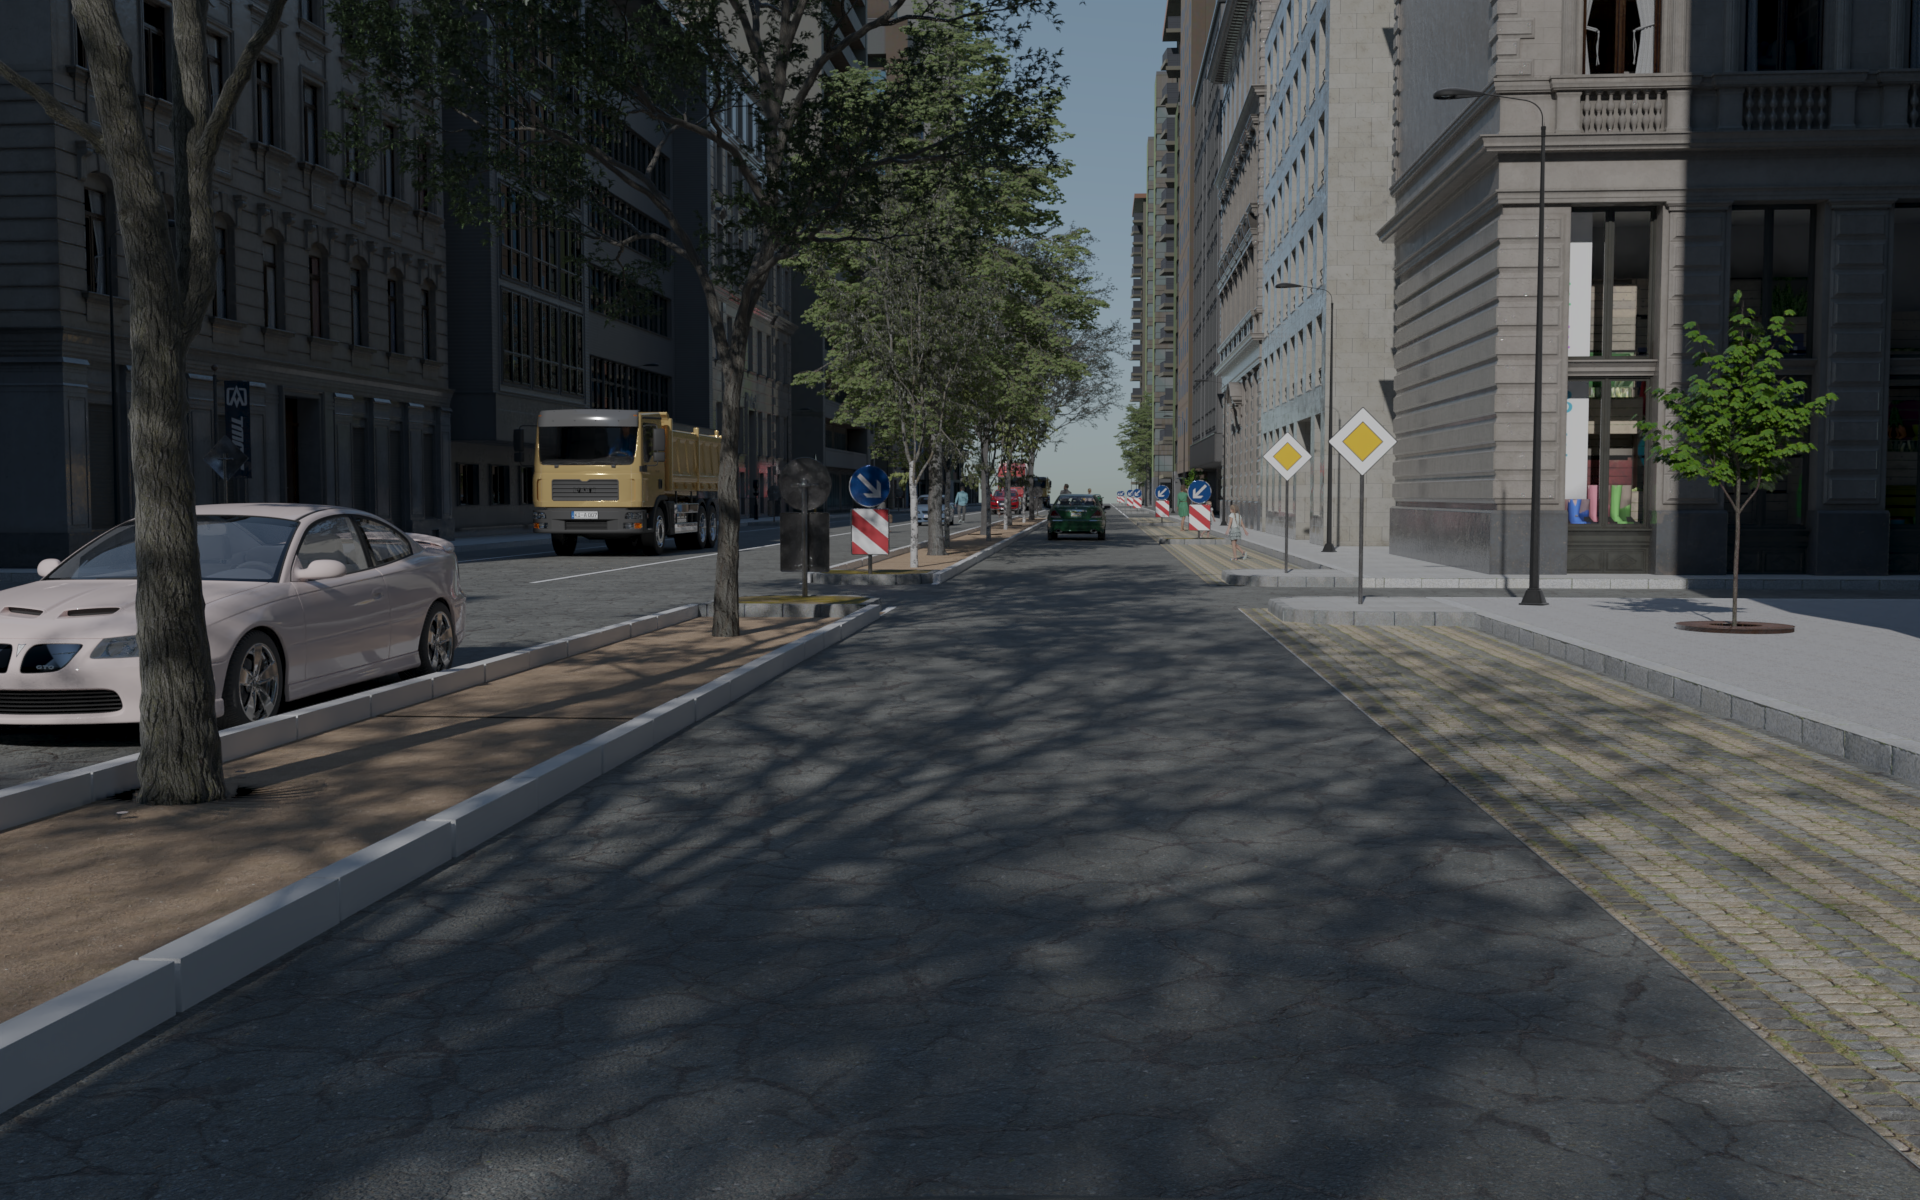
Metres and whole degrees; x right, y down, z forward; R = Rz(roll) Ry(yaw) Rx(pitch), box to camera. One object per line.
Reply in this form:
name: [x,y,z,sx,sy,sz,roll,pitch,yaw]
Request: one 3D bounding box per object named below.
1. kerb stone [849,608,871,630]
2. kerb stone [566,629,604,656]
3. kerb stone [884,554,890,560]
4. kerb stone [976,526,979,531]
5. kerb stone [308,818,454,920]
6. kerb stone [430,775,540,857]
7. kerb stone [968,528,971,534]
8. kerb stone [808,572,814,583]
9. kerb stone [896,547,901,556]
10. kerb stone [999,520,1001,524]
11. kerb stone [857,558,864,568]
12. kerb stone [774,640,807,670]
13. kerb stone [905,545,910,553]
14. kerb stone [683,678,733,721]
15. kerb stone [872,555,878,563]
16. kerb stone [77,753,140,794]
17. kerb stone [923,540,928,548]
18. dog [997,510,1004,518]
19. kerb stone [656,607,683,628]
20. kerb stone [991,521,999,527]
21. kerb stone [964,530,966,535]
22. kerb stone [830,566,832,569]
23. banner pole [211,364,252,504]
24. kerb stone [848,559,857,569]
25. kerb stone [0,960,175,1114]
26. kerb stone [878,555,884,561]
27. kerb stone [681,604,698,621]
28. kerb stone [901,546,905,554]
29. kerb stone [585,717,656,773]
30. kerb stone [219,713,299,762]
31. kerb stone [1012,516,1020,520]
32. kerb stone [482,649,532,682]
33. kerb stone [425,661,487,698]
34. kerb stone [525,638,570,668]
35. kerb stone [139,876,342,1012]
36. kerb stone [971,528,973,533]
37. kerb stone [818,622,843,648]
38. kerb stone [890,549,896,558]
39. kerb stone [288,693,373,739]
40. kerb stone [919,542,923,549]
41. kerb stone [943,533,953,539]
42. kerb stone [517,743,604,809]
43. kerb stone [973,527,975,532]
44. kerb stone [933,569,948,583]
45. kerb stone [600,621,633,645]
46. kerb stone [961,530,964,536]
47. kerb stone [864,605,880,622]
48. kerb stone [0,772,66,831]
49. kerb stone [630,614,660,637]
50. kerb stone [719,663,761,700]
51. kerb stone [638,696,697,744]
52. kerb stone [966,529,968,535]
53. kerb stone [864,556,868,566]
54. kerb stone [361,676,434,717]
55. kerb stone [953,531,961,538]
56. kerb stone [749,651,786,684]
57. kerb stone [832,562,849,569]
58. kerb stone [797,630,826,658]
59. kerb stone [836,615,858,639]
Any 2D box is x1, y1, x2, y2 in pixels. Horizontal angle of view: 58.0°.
kerb stone: [-1.111,0.222,18.561,0.120,0.150,1.000,0,4,5]
kerb stone: [-3.447,0.400,15.654,0.120,0.150,1.000,0,4,5]
kerb stone: [-1.696,-0.944,37.625,0.120,0.150,1.000,0,4,5]
kerb stone: [0.513,-2.631,65.232,0.120,0.150,1.000,0,4,5]
kerb stone: [-2.097,0.973,6.306,0.120,0.150,1.000,0,4,5]
kerb stone: [-2.006,0.909,7.327,0.120,0.150,1.000,0,4,5]
kerb stone: [0.192,-2.382,61.142,0.120,0.150,1.000,0,4,5]
kerb stone: [-2.433,-0.379,28.400,0.120,0.150,1.000,0,4,5]
kerb stone: [-1.527,-1.069,39.674,0.120,0.150,1.000,0,4,5]
kerb stone: [1.660,-3.507,79.540,0.120,0.150,1.000,0,4,5]
kerb stone: [-2.027,-0.693,33.528,0.120,0.150,1.000,0,4,5]
kerb stone: [-1.444,0.473,14.469,0.120,0.150,1.000,0,4,5]
kerb stone: [-1.368,-1.194,41.730,0.120,0.150,1.000,0,4,5]
kerb stone: [-1.680,0.662,11.408,0.120,0.150,1.000,0,4,5]
kerb stone: [-1.853,-0.819,35.581,0.120,0.150,1.000,0,4,5]
kerb stone: [-4.026,0.840,8.508,0.120,0.150,1.000,0,4,5]
kerb stone: [-0.954,-1.505,46.831,0.120,0.150,1.000,0,4,5]
dog: [2.491,-5.141,103.336,0.406,0.507,0.540,3,5,40]
kerb stone: [-3.199,0.212,18.725,0.120,0.150,1.000,0,4,5]
kerb stone: [1.567,-3.445,78.513,0.120,0.150,1.000,0,4,5]
kerb stone: [0.015,-2.257,59.100,0.120,0.150,1.000,0,4,5]
kerb stone: [-2.347,-0.442,29.422,0.120,0.150,1.000,0,4,5]
banner pole: [-14.175,-2.667,33.624,0.863,3.779,0.401,-2,4,-31]
kerb stone: [-2.107,-0.630,32.506,0.120,0.150,1.000,0,4,5]
kerb stone: [-2.257,1.097,4.268,0.120,0.150,1.000,0,4,5]
kerb stone: [-1.778,-0.879,36.607,0.120,0.150,1.000,0,4,5]
kerb stone: [-3.127,0.152,19.745,0.120,0.150,1.000,0,4,5]
kerb stone: [-1.456,-1.132,40.702,0.120,0.150,1.000,0,4,5]
kerb stone: [-1.845,0.785,9.366,0.120,0.150,1.000,0,4,5]
kerb stone: [-3.939,0.775,9.527,0.120,0.150,1.000,0,4,5]
kerb stone: [3.206,-4.695,98.951,0.120,0.150,1.000,0,4,5]
kerb stone: [-3.608,0.527,13.609,0.120,0.150,1.000,0,4,5]
kerb stone: [-3.695,0.587,12.591,0.120,0.150,1.000,0,4,5]
kerb stone: [-3.532,0.463,14.632,0.120,0.150,1.000,0,4,5]
kerb stone: [-2.172,1.034,5.287,0.120,0.150,1.000,0,4,5]
kerb stone: [0.272,-2.445,62.173,0.120,0.150,1.000,0,4,5]
kerb stone: [-1.273,0.348,16.511,0.120,0.150,1.000,0,4,5]
kerb stone: [-1.613,-1.006,38.649,0.120,0.150,1.000,0,4,5]
kerb stone: [-3.861,0.714,10.550,0.120,0.150,1.000,0,4,5]
kerb stone: [-1.123,-1.382,44.786,0.120,0.150,1.000,0,4,5]
kerb stone: [-0.386,-1.942,53.985,0.120,0.150,1.000,0,4,5]
kerb stone: [-1.930,0.847,8.346,0.120,0.150,1.000,0,4,5]
kerb stone: [0.346,-2.508,63.195,0.120,0.150,1.000,0,4,5]
kerb stone: [-0.335,-0.372,28.281,0.120,0.150,1.000,0,4,5]
kerb stone: [-3.371,0.339,16.679,0.120,0.150,1.000,0,4,5]
kerb stone: [-0.060,-2.195,58.081,0.120,0.150,1.000,0,4,5]
kerb stone: [-1.030,0.160,19.582,0.120,0.150,1.000,0,4,5]
kerb stone: [-4.104,0.900,7.489,0.120,0.150,1.000,0,4,5]
kerb stone: [-3.281,0.275,17.697,0.120,0.150,1.000,0,4,5]
kerb stone: [-1.600,0.597,12.427,0.120,0.150,1.000,0,4,5]
kerb stone: [-1.767,0.722,10.385,0.120,0.150,1.000,0,4,5]
kerb stone: [0.100,-2.319,60.119,0.120,0.150,1.000,0,4,5]
kerb stone: [-1.935,-0.754,34.552,0.120,0.150,1.000,0,4,5]
kerb stone: [-3.779,0.650,11.569,0.120,0.150,1.000,0,4,5]
kerb stone: [-0.144,-2.133,57.062,0.120,0.150,1.000,0,4,5]
kerb stone: [-1.524,0.535,13.447,0.120,0.150,1.000,0,4,5]
kerb stone: [-2.191,-0.567,31.470,0.120,0.150,1.000,0,4,5]
kerb stone: [-1.360,0.410,15.493,0.120,0.150,1.000,0,4,5]
kerb stone: [-1.184,0.286,17.541,0.120,0.150,1.000,0,4,5]
